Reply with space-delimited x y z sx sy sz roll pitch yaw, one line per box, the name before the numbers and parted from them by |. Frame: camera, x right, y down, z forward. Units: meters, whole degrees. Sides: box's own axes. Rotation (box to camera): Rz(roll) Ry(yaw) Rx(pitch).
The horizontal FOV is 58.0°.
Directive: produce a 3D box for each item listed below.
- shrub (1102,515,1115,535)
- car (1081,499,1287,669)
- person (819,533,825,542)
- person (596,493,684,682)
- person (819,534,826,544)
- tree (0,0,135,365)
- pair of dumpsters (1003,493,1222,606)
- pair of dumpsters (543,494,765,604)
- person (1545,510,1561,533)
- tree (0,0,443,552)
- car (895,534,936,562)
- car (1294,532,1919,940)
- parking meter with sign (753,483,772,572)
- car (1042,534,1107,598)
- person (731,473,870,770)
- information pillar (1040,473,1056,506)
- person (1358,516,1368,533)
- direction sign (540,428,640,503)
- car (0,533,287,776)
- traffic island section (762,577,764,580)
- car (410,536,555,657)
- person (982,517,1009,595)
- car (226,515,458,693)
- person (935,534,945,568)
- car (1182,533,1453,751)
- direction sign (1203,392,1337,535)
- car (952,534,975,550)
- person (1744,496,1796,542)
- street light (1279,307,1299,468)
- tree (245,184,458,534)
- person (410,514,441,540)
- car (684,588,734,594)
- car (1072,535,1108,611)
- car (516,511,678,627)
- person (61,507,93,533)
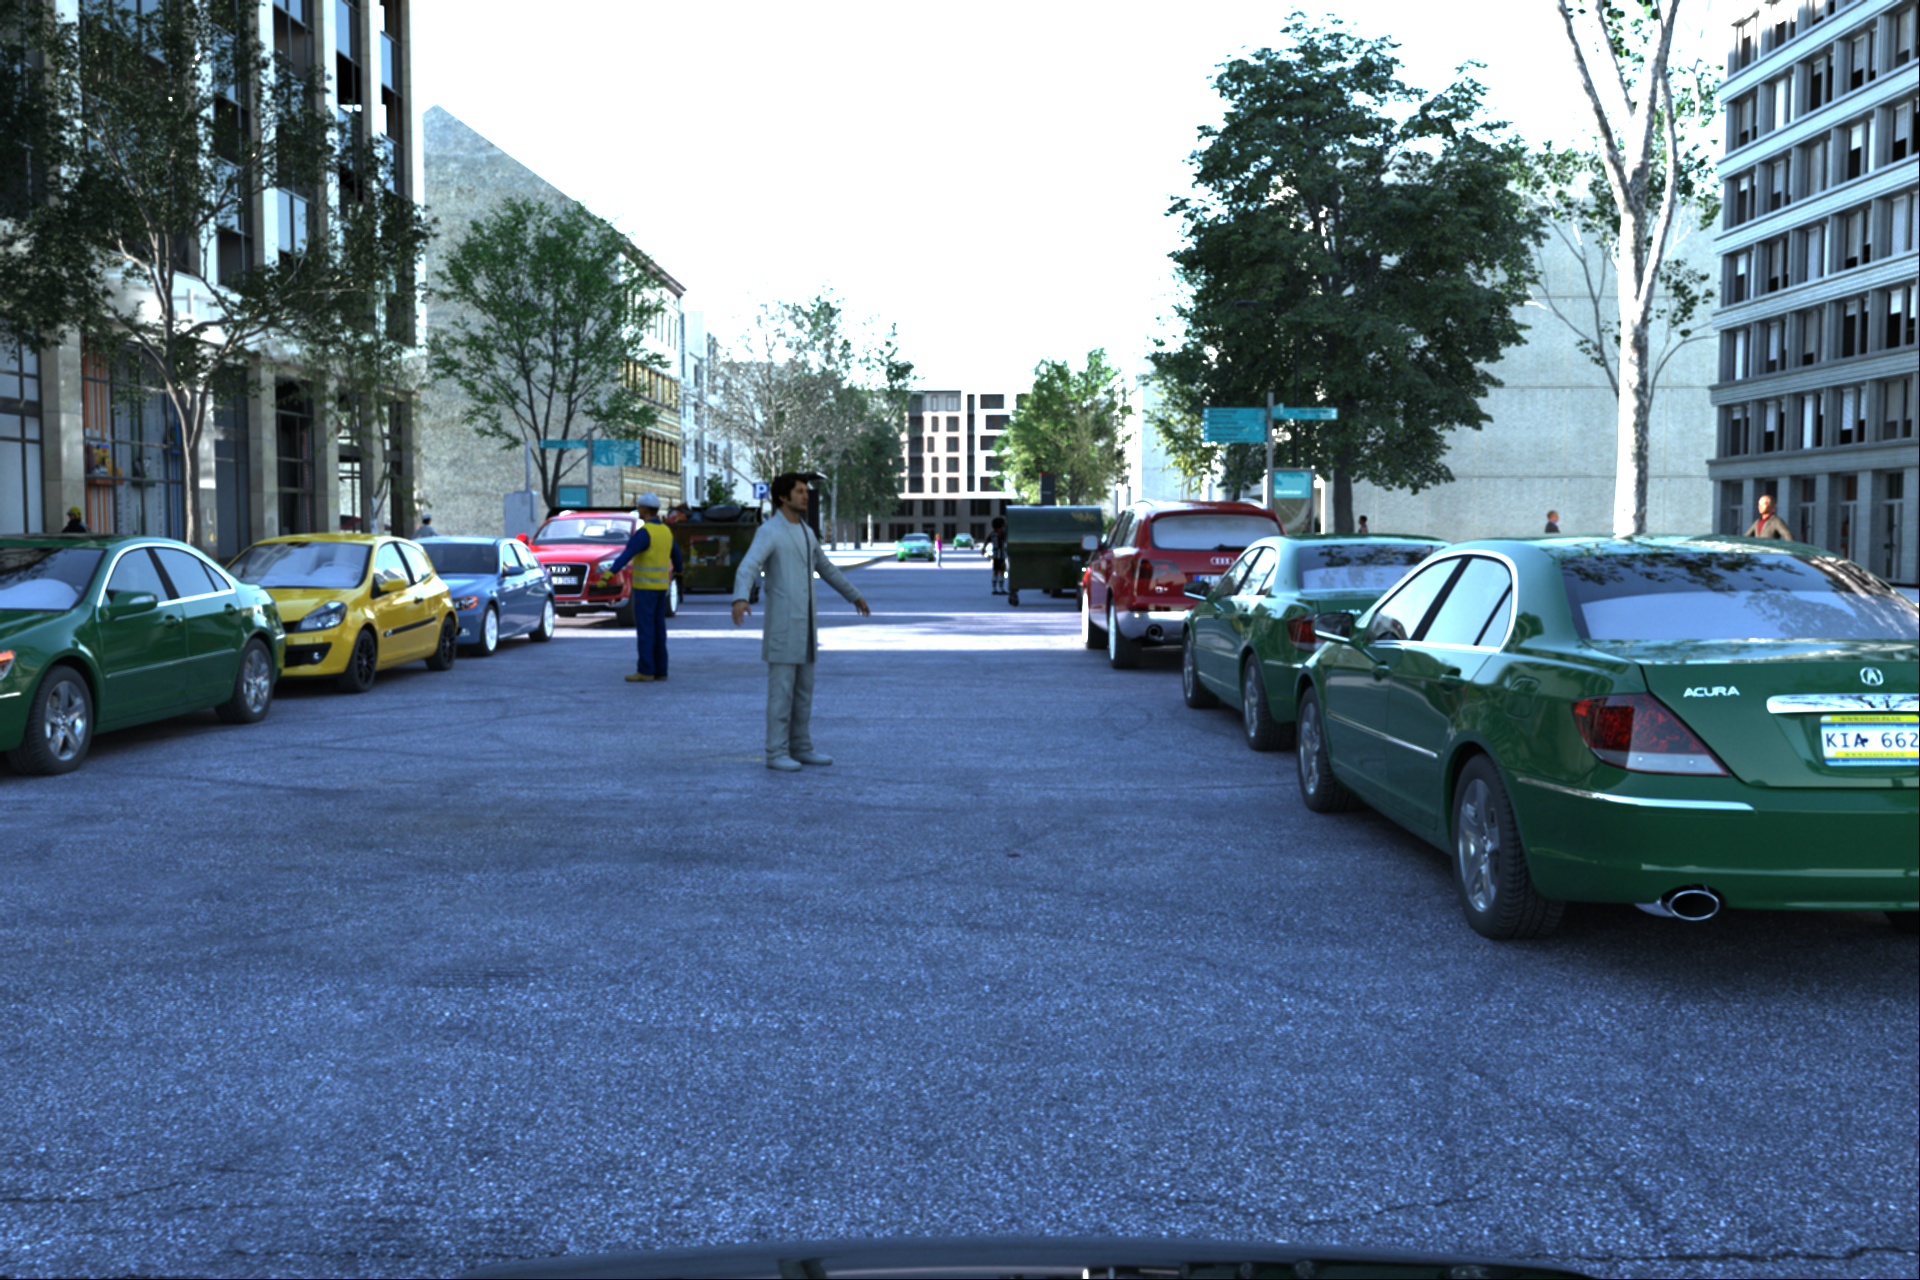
shrub | 6.320 -4.211 72.892 1.661 2.075 1.752 0 3 0
car | 2.586 -0.689 19.939 2.281 1.827 5.304 0 4 -1
person | -7.257 -4.961 87.340 0.704 1.802 1.346 2 4 29
person | -3.052 -0.520 16.925 0.705 1.833 1.349 2 4 25
person | -6.083 -4.101 73.770 0.721 1.740 1.216 2 4 29
tree | -12.304 -5.087 17.580 7.601 10.594 8.767 -2 4 -26
pair of dumpsters | 3.087 -1.825 34.793 4.436 2.255 1.574 0 4 -1
pair of dumpsters | -6.283 -1.882 35.720 4.436 2.255 1.574 0 4 1
person | 11.966 -1.728 34.851 0.434 1.755 0.990 1 4 16
tree | -11.925 -5.680 27.284 8.767 10.594 7.601 1 4 11
car | -2.269 -4.785 90.034 2.131 1.459 4.920 0 4 1
car | 2.728 0.259 7.558 2.131 1.459 4.920 0 4 -1
parking meter with sign | -6.725 -3.884 59.766 0.543 3.016 1.738 0 4 2
car | 2.928 -1.758 40.542 2.131 1.459 4.920 0 4 -1
person | -1.015 -0.123 10.649 0.705 1.806 1.347 2 4 31
information pillar | 3.745 -5.186 74.161 0.750 3.857 0.750 0 4 -1
person | 11.469 -2.648 49.458 0.704 1.807 1.345 1 4 15
direction sign | -9.324 -3.396 44.281 2.525 3.948 1.411 0 4 0
car | -6.233 0.001 11.780 2.131 1.459 4.920 0 3 0
traffic island section | -6.379 -1.972 55.111 1.991 0.108 1.994 0 4 0
car | -6.337 -0.598 21.781 2.014 1.417 4.499 0 4 0
person | 0.940 -1.977 40.925 0.704 1.843 1.345 -3 5 -42
car | -6.200 -0.402 16.800 2.015 1.641 3.980 0 4 0
person | -0.832 -3.795 73.764 0.599 1.433 0.991 1 4 16
car | 2.806 -0.066 12.882 2.131 1.459 4.920 0 4 -1
direction sign | 5.843 -2.654 32.159 2.525 3.948 1.411 0 4 0
car | 0.338 -9.045 159.689 2.131 1.459 4.920 0 3 0
person | 11.051 -1.077 23.795 0.705 1.807 1.348 -1 4 -18
street light | 7.250 -3.796 34.614 1.470 5.913 1.316 0 3 0
tree | -12.242 -5.266 36.468 4.360 8.622 3.978 0 3 0
person | -13.231 -2.245 43.170 1.216 1.778 0.721 1 4 17
car | -6.226 -1.993 42.812 2.015 1.641 3.980 0 3 0
car | 3.060 -1.308 31.178 2.009 1.686 4.222 0 4 -1
car | -5.946 -1.205 28.369 2.281 1.827 5.304 0 4 1
person | -18.728 -1.889 36.650 1.351 1.858 0.704 1 4 16
